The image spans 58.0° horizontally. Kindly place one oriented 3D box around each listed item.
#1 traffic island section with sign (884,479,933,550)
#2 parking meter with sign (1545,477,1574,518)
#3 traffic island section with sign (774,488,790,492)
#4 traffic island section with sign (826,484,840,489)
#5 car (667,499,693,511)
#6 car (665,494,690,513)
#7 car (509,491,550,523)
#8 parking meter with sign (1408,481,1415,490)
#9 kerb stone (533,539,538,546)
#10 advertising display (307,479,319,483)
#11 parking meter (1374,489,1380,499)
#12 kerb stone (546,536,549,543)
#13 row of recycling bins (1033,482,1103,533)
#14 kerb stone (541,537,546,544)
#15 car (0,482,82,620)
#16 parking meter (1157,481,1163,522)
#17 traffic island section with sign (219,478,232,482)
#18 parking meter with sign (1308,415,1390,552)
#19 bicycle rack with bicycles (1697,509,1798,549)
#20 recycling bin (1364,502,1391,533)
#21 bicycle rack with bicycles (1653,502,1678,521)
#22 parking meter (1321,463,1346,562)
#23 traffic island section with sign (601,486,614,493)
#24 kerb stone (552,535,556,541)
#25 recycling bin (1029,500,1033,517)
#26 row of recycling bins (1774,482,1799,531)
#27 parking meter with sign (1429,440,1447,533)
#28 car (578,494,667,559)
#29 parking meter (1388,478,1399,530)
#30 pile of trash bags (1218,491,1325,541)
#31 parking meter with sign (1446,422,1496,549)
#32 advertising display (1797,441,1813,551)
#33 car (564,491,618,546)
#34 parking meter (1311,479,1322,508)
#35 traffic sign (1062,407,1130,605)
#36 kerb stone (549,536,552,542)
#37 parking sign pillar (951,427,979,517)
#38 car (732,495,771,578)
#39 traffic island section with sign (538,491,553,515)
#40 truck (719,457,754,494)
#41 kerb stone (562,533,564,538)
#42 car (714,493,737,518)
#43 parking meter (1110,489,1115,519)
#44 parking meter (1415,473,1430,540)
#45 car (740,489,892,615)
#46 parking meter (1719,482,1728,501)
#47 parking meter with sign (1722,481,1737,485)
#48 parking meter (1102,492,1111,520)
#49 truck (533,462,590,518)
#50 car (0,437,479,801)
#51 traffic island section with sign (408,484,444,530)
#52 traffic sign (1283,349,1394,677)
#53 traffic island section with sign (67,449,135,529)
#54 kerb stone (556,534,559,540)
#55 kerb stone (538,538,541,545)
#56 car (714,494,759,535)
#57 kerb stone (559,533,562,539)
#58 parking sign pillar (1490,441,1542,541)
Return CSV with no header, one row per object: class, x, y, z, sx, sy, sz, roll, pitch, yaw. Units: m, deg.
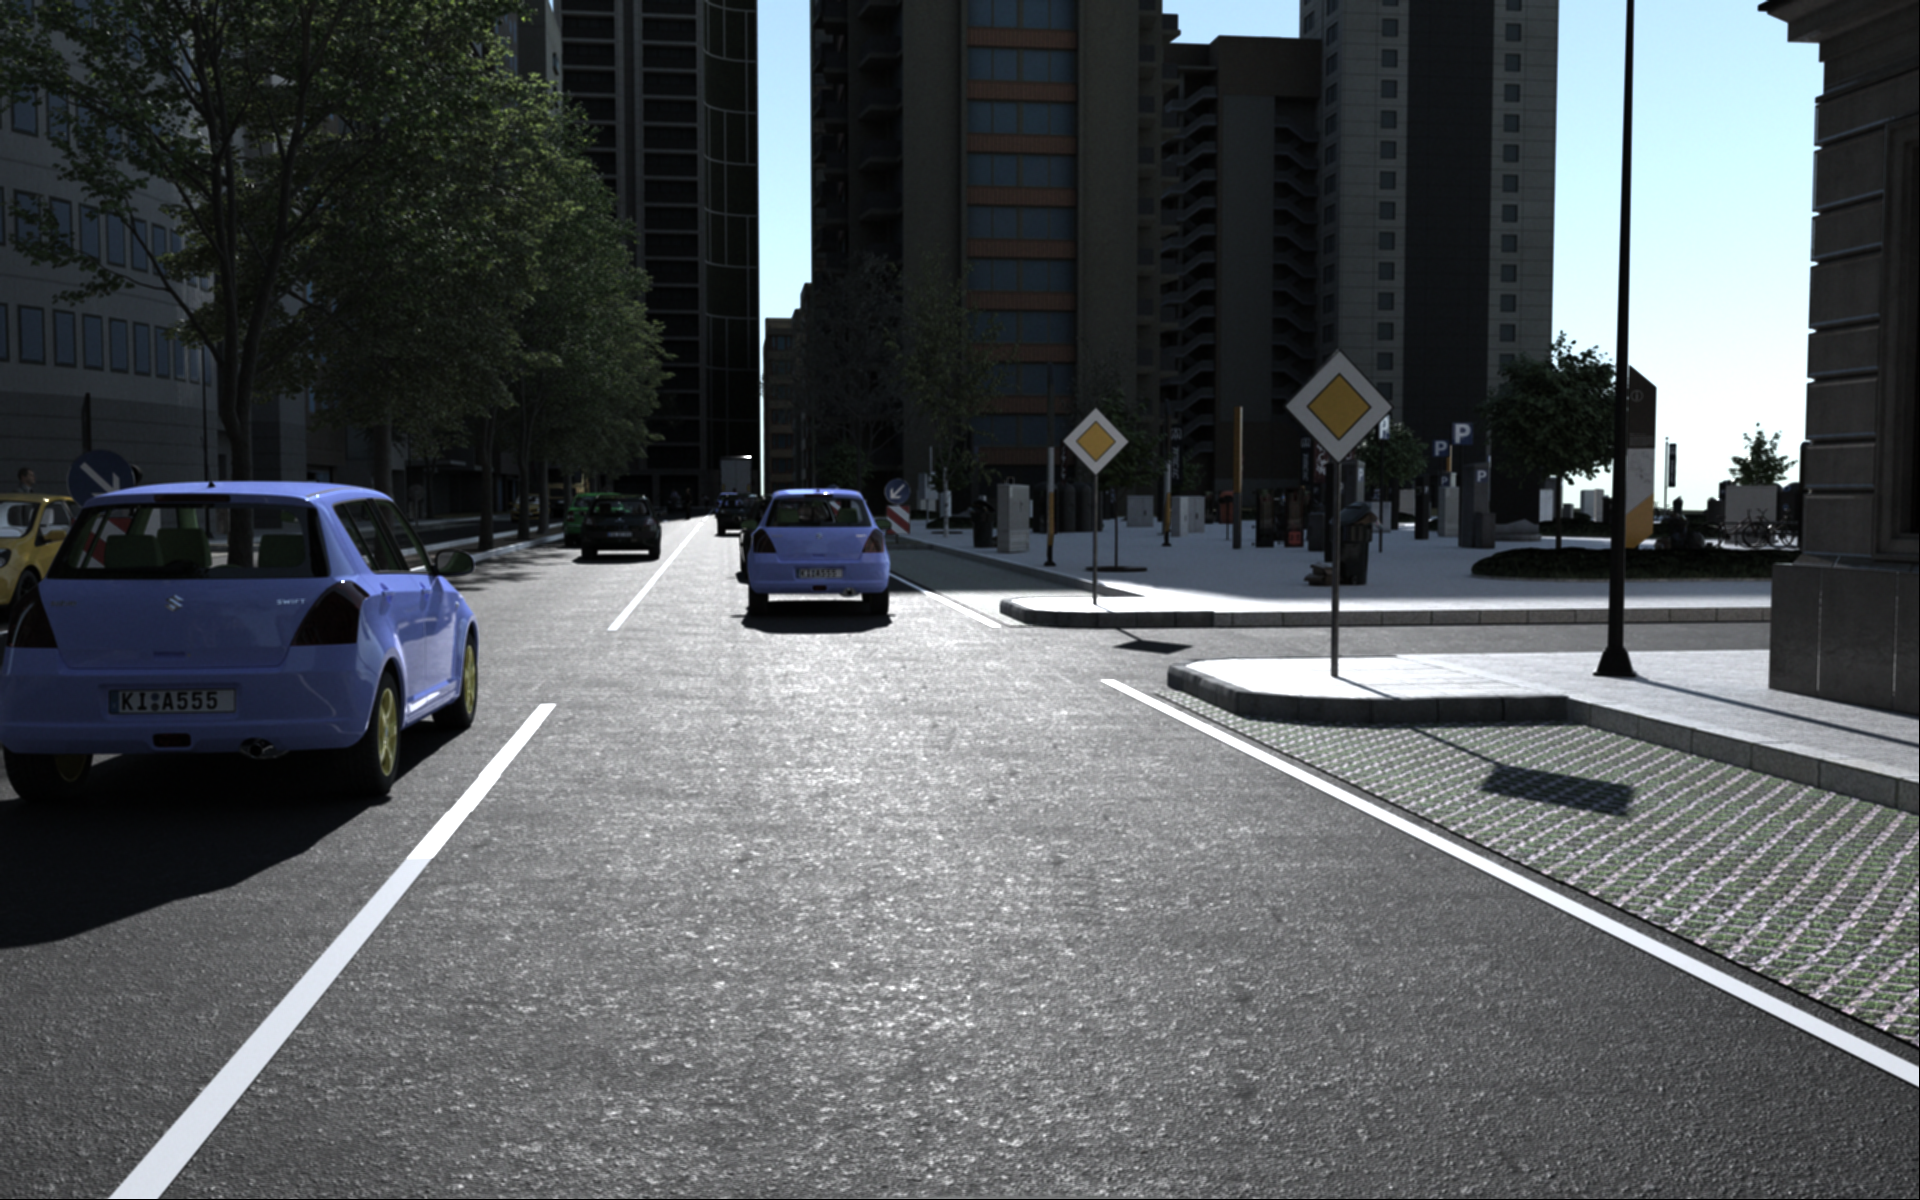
traffic island section with sign,-1.805,-2.230,45.096,1.989,1.847,2.006,0,4,-8
parking meter with sign,26.234,-4.908,76.507,1.738,3.016,0.543,3,5,43
traffic island section with sign,-15.726,-8.532,148.121,1.989,1.847,2.006,0,4,-8
traffic island section with sign,-5.411,-3.864,71.809,1.989,1.847,2.006,0,4,-8
car,-23.046,-7.970,142.113,2.131,1.459,4.920,0,4,-6
car,-21.275,-7.410,130.946,2.009,1.686,4.222,-1,4,-9
car,-21.537,-4.686,86.841,2.015,1.641,3.980,-1,4,-9
parking meter with sign,24.617,-5.915,92.972,0.543,3.016,1.738,-2,4,-26
kerb stone,-11.726,-1.533,47.323,0.120,0.150,1.000,0,4,-8
advertising display,-28.224,-4.292,75.394,0.974,1.923,0.123,2,4,34
parking meter,21.000,-4.813,87.101,0.372,1.533,0.369,0,3,0
kerb stone,-12.140,-1.723,50.374,0.120,0.150,1.000,0,4,-8
row of recycling bins,3.713,-3.148,58.587,1.069,1.692,3.534,3,4,38
kerb stone,-11.997,-1.661,49.350,0.120,0.150,1.000,0,4,-8
car,-11.466,-0.637,20.635,2.015,1.641,3.980,0,4,-6
parking meter,9.344,-4.563,80.315,0.255,1.863,0.399,2,4,29
traffic island section with sign,-18.374,-2.118,43.261,1.989,1.847,2.006,0,4,-8
parking meter with sign,8.602,-2.584,38.508,1.738,3.016,0.543,3,4,38
bicycle rack with bicycles,19.373,-1.704,41.241,2.925,0.926,2.852,3,4,37
recycling bin,13.991,-2.783,58.053,0.722,1.027,0.722,0,4,-5
bicycle rack with bicycles,33.060,-4.287,83.479,2.925,0.926,2.852,1,4,13
parking meter,7.073,-1.648,32.660,0.255,1.863,0.399,3,4,38
traffic island section with sign,-18.942,-5.180,92.830,2.006,1.907,1.989,0,4,-8
kerb stone,-12.411,-1.848,52.406,0.120,0.150,1.000,0,4,-8
recycling bin,2.986,-3.867,75.784,0.722,1.027,0.722,2,4,35
row of recycling bins,29.027,-3.214,59.669,1.069,1.692,3.534,-1,4,-19
parking meter with sign,15.887,-3.679,56.417,0.543,3.016,1.738,2,4,31
car,-7.715,-1.821,39.561,2.009,1.686,4.222,-1,4,-9
parking meter,15.601,-3.464,62.350,0.255,1.863,0.399,-1,4,-11
pile of trash bags,8.861,-2.340,48.016,3.447,1.369,1.912,1,4,16
parking meter with sign,12.314,-2.762,41.415,0.543,3.016,1.738,0,4,-7
advertising display,10.698,-0.997,21.514,0.974,1.923,0.123,-3,5,-39
car,-10.203,-2.472,49.207,1.959,1.807,4.718,0,4,-7
parking meter,11.530,-3.066,55.834,0.255,1.863,0.399,-3,5,-44
traffic sign,1.562,-1.003,20.037,0.795,2.450,0.064,0,4,-8
kerb stone,-12.282,-1.786,51.392,0.120,0.150,1.000,0,4,-8
parking sign pillar,0.202,-4.996,70.155,1.447,3.967,1.447,-3,4,-38
car,-3.037,-1.292,30.909,2.009,1.686,4.222,-1,4,-9
traffic island section with sign,-28.576,-6.735,118.742,1.989,1.847,2.006,0,4,-8
truck,-17.539,-8.990,135.901,2.839,4.237,11.283,0,4,-7
kerb stone,-12.828,-2.034,55.445,0.120,0.150,1.000,0,4,-8
car,-14.235,-5.951,106.886,1.945,1.707,3.694,0,4,-6
parking meter,7.908,-4.971,89.693,0.372,1.533,0.369,0,3,0
parking meter,13.063,-2.646,48.968,0.399,1.863,0.255,-3,5,-43
car,-1.809,-0.749,21.841,1.945,1.707,3.694,0,4,-6
parking meter,38.062,-4.932,86.351,0.399,1.863,0.255,2,4,33
parking meter with sign,43.500,-6.220,97.963,1.738,3.016,0.543,0,4,1
parking meter,7.347,-4.961,86.817,0.399,1.863,0.255,-2,4,-27
truck,-24.090,-6.780,106.770,3.469,3.379,9.791,0,4,-7
car,-3.704,0.009,9.446,1.945,1.707,3.694,0,4,-7
traffic island section with sign,-21.978,-3.752,69.976,1.989,1.847,2.006,0,4,-8
traffic sign,2.632,-0.519,12.124,0.795,2.450,0.064,0,4,-8
traffic island section with sign,-8.865,-0.626,18.368,2.006,1.907,1.989,0,4,-8
kerb stone,-12.547,-1.910,53.419,0.120,0.150,1.000,0,4,-8
kerb stone,-11.866,-1.597,48.336,0.120,0.150,1.000,0,4,-8
car,-7.761,-3.175,61.706,2.009,1.686,4.222,0,4,-7
kerb stone,-12.691,-1.972,54.431,0.120,0.150,1.000,0,4,-8
parking sign pillar,15.237,-3.612,47.536,1.447,3.967,1.447,1,4,16
